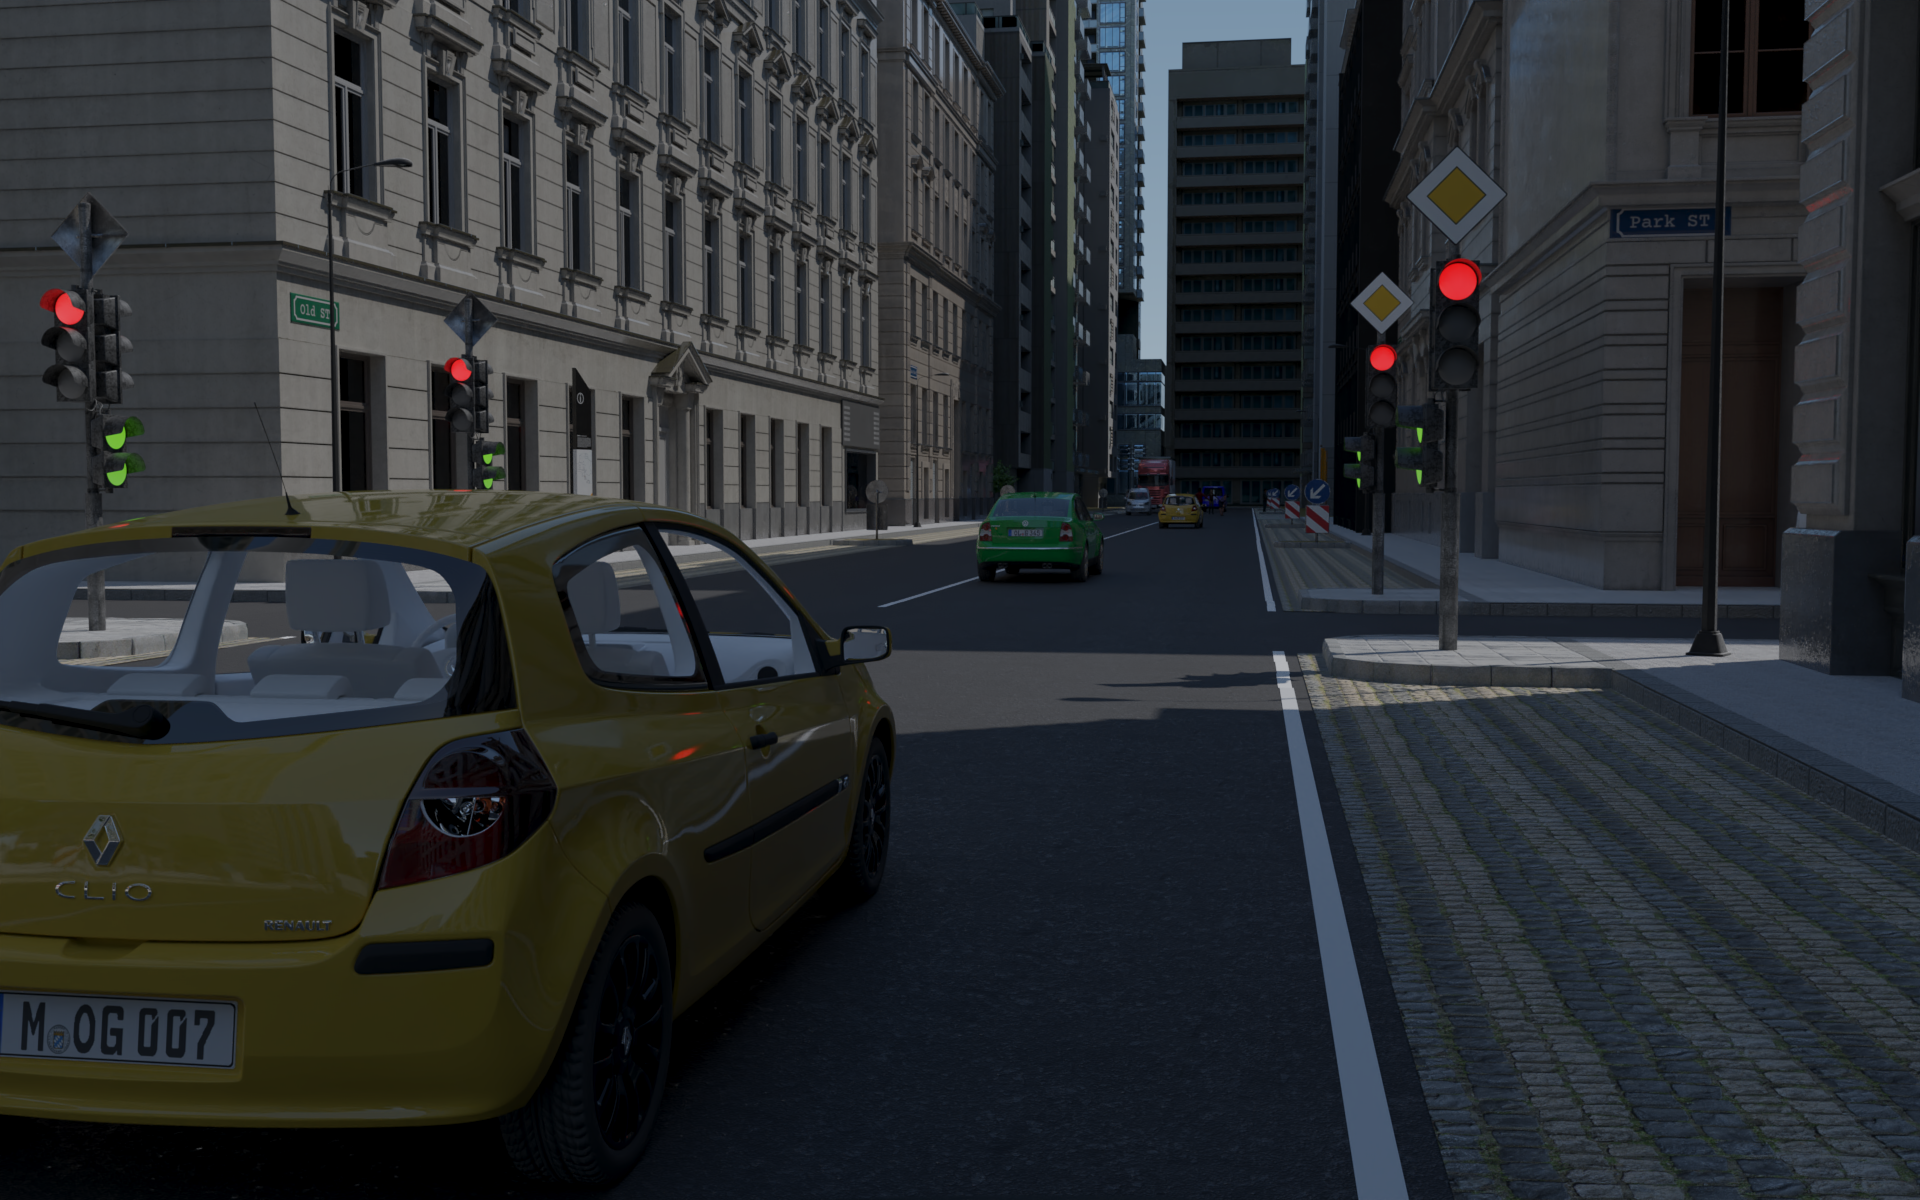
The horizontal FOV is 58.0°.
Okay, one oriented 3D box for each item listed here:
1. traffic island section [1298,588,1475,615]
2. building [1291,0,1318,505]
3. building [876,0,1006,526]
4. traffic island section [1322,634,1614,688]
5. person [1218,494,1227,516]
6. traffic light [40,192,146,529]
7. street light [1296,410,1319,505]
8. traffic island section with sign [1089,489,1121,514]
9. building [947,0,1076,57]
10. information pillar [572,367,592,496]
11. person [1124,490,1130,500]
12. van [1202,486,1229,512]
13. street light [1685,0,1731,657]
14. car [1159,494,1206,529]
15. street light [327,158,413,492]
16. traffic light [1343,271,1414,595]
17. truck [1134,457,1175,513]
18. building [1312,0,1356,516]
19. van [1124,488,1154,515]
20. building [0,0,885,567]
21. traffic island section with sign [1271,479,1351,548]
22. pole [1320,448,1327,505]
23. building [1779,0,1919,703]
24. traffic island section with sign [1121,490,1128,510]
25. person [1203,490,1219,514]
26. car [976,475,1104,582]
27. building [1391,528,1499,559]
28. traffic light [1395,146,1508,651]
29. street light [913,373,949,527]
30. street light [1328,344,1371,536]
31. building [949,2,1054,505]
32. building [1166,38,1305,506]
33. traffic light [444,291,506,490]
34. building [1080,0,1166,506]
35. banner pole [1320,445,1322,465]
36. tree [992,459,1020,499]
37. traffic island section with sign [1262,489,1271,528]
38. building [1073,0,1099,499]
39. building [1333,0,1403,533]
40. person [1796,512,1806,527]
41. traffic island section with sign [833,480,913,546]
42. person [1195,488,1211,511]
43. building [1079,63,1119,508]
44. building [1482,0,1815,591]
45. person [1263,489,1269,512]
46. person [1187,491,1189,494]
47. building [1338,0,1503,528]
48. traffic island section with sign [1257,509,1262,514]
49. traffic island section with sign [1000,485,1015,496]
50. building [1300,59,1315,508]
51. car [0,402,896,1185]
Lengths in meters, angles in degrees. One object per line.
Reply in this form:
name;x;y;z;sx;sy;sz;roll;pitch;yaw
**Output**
traffic island section;5.359;0.009;22.141;2.009;0.180;2.903;1;4;9
building;39.110;-31.770;139.047;23.786;49.044;30.456;1;4;9
building;-5.729;-17.337;80.717;12.463;27.353;25.104;1;4;9
traffic island section;4.041;0.490;14.265;2.009;0.180;2.903;1;4;9
person;17.230;-6.223;113.486;0.421;1.427;0.697;-2;4;-26
traffic light;-8.094;-1.666;16.159;0.839;4.253;0.868;1;4;9
street light;19.273;-7.545;95.896;1.470;5.913;1.316;1;4;9
traffic island section with sign;10.338;-7.095;124.627;1.989;1.847;2.006;1;4;9
building;0.297;-26.694;120.039;14.154;41.232;14.086;1;4;9
information pillar;-7.054;-2.506;32.333;0.183;3.616;0.504;2;4;23
person;13.398;-7.893;138.255;0.721;1.736;1.217;3;4;37
van;20.320;-8.195;138.373;2.240;2.365;5.245;1;4;10
street light;5.434;-2.519;13.722;1.470;5.913;1.316;1;4;9
car;9.370;-3.854;73.238;2.015;1.641;3.980;1;4;11
street light;-8.246;-3.158;24.170;1.470;5.913;1.316;1;4;9
traffic light;5.321;-2.025;22.034;0.839;4.253;0.868;1;4;9
truck;15.001;-8.770;132.307;2.839;4.237;11.283;1;4;9
building;33.413;-34.737;109.954;21.231;58.520;28.212;1;4;9
van;12.141;-6.760;117.531;2.013;2.044;4.112;0;4;8
building;-13.992;-16.518;46.480;17.030;29.872;44.131;1;4;9
traffic island section with sign;9.433;-2.310;46.402;1.989;1.847;2.006;1;4;9
pole;16.064;-5.073;76.794;0.158;3.312;0.155;0;3;0
building;9.550;-10.640;2.842;11.050;23.489;19.941;1;4;9
traffic island section with sign;14.902;-8.758;151.827;1.989;1.847;2.006;1;4;9
person;17.802;-6.944;122.559;1.217;1.766;0.721;0;4;-2
car;1.434;-1.277;29.674;1.959;1.807;4.718;1;4;10
building;18.280;-15.653;43.312;14.401;28.519;23.554;1;4;9
traffic light;4.003;-1.544;14.158;0.839;4.253;0.868;1;4;9
street light;-1.108;-5.748;66.517;1.470;5.913;1.316;1;4;9
street light;12.091;-4.964;53.709;1.470;5.913;1.316;1;4;9
building;-2.036;-20.476;106.491;14.160;30.474;14.107;1;4;9
building;33.595;-34.553;188.649;21.600;48.544;21.300;1;4;9
traffic light;-6.775;-2.148;24.035;0.839;4.253;0.868;1;4;9
building;7.432;-53.793;192.179;31.000;86.520;22.319;1;4;9
banner pole;18.386;-5.989;87.936;0.401;3.779;0.863;2;4;28
tree;2.220;-6.255;96.870;1.663;3.219;1.824;0;3;0
traffic island section with sign;13.911;-3.947;73.162;1.989;1.847;2.006;1;4;9
building;-1.085;-31.989;142.636;23.786;49.044;30.456;1;4;9
building;20.394;-14.273;63.047;12.332;23.373;15.834;1;4;9
person;9.597;-0.508;19.408;0.503;1.515;0.523;2;4;28
traffic island section with sign;-2.385;-2.445;48.606;1.989;1.847;2.006;1;4;9
person;14.498;-5.885;104.683;1.348;1.831;0.705;1;4;21
building;8.135;-29.632;168.083;14.086;41.232;14.154;1;4;9
building;18.999;-11.592;25.679;21.152;22.565;11.583;1;4;9
person;22.591;-7.318;128.166;0.705;1.821;1.348;0;4;-5
person;23.088;-10.223;176.184;0.617;1.759;0.750;-2;4;-31
building;25.407;-18.028;82.154;14.401;28.519;23.554;1;4;9
traffic island section with sign;22.172;-6.965;122.503;1.989;1.847;2.006;1;4;9
traffic island section with sign;2.071;-4.076;75.274;1.989;1.847;2.006;1;4;9
building;39.171;-29.275;162.239;14.154;41.232;14.086;1;4;9
car;-1.297;0.312;5.117;2.015;1.641;3.980;1;4;9
